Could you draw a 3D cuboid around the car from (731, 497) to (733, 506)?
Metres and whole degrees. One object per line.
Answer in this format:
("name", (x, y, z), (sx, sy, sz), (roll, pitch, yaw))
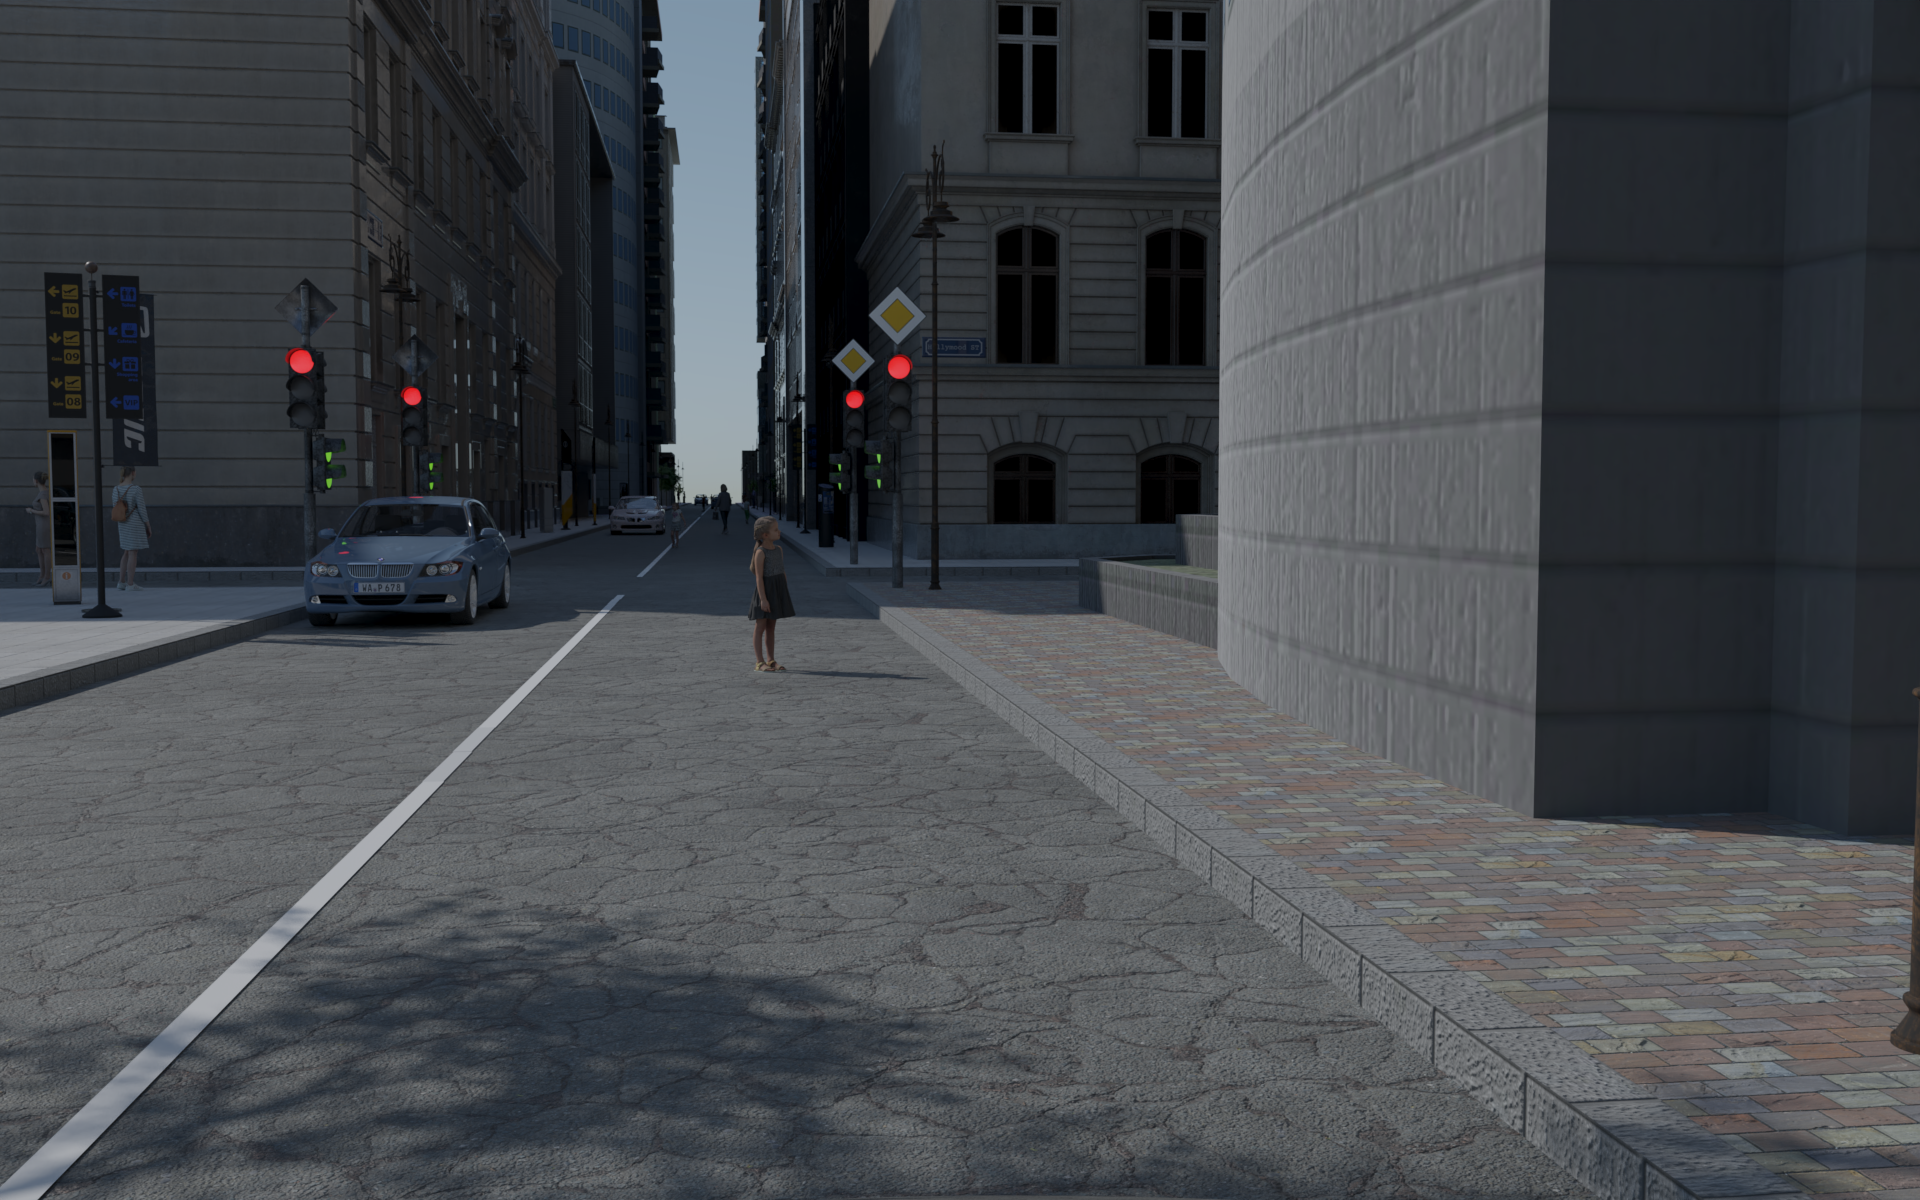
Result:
("car", (-28.969, -12.430, 213.013), (2.009, 1.686, 4.222), (0, 4, -6))

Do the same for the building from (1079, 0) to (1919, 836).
("building", (12.391, -28.530, 8.458), (21.231, 58.520, 28.212), (0, 4, -8))

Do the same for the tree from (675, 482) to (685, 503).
("tree", (-42.361, -16.345, 261.844), (1.663, 3.219, 1.824), (0, 3, 0))

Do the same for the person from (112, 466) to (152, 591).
("person", (-10.990, -0.971, 22.919), (0.512, 1.701, 0.522), (1, 4, 11))

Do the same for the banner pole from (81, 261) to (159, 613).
("banner pole", (-9.175, -1.767, 18.903), (0.863, 3.779, 0.401), (-3, 5, -41))

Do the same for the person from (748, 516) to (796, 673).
("person", (-1.514, -0.051, 14.002), (0.373, 1.253, 0.362), (3, 4, 36))

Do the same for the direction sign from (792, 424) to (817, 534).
("direction sign", (-5.026, -3.923, 56.141), (0.876, 3.537, 0.379), (1, 4, 21))

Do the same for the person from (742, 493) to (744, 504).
("person", (-27.433, -12.818, 218.877), (0.557, 1.426, 1.065), (-1, 4, -19))

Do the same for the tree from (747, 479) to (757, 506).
("tree", (-22.590, -11.977, 190.424), (1.663, 3.219, 1.824), (0, 3, 0))

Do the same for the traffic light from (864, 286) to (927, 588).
("traffic light", (-0.871, -2.120, 23.583), (0.839, 4.253, 0.868), (0, 4, -8))

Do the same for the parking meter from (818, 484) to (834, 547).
("parking meter", (-3.224, -2.037, 41.713), (0.372, 1.533, 0.369), (0, 3, 0))

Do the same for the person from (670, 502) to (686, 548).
("person", (-7.524, -2.003, 46.268), (0.505, 1.210, 0.382), (1, 4, 20))

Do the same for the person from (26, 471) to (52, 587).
("person", (-14.246, -1.100, 26.833), (0.374, 1.781, 0.599), (-2, 4, -23))

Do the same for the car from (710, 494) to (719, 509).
("car", (-22.930, -9.397, 165.642), (2.014, 1.417, 4.499), (0, 4, -7))

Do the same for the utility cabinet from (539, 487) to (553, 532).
("utility cabinet", (-13.865, -3.021, 58.078), (0.318, 1.500, 1.173), (-1, 4, -21))

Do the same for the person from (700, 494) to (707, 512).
("person", (-20.999, -7.947, 141.689), (0.557, 1.426, 1.065), (2, 4, 25))

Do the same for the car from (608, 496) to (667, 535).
("car", (-11.590, -3.063, 62.449), (2.083, 1.381, 4.827), (-1, 4, -8))

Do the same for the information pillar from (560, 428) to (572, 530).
("information pillar", (-14.097, -4.323, 62.038), (0.183, 3.616, 0.504), (2, 4, 28))

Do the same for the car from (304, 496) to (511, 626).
("car", (-6.379, -0.513, 20.385), (2.014, 1.417, 4.499), (0, 4, -7))

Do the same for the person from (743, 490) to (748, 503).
("person", (-28.384, -13.634, 228.943), (0.705, 1.826, 1.348), (-2, 4, -27))

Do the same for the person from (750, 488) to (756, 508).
("person", (-18.609, -9.123, 155.065), (0.599, 1.838, 0.709), (0, 4, 8))

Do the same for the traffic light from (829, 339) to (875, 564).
("traffic light", (-1.953, -2.604, 31.495), (0.839, 4.253, 0.868), (0, 4, -8))

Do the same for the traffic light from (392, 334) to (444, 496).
("traffic light", (-9.542, -2.540, 30.445), (0.839, 4.253, 0.868), (0, 4, -8))

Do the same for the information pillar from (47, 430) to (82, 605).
("information pillar", (-10.397, -0.956, 20.116), (0.304, 2.012, 0.304), (-2, 4, -27))

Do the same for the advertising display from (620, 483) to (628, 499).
("advertising display", (-19.024, -5.677, 98.026), (0.123, 1.923, 0.974), (-2, 4, -32))

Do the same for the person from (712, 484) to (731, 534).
("person", (-8.501, -3.261, 61.993), (0.709, 1.800, 0.728), (-2, 4, -35))

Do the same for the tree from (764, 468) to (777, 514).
("tree", (-11.362, -7.079, 110.346), (1.663, 3.219, 1.824), (0, 3, 0))

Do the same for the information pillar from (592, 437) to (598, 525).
("information pillar", (-15.041, -4.881, 71.161), (0.183, 3.616, 0.504), (-1, 4, -20))

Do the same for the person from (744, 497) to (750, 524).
("person", (-10.243, -4.309, 83.196), (0.306, 1.304, 0.590), (0, 4, 7))

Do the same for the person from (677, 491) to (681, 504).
("person", (-35.439, -12.894, 218.322), (0.593, 1.643, 0.415), (-3, 5, -43))

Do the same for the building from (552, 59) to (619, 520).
("building", (-25.694, -16.491, 88.695), (14.314, 24.678, 30.058), (0, 4, -8))

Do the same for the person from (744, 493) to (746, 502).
("person", (-27.555, -13.030, 222.343), (0.557, 1.426, 1.065), (-2, 4, -31))

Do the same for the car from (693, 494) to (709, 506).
("car", (-32.660, -12.640, 218.670), (2.014, 1.417, 4.499), (0, 4, -7))

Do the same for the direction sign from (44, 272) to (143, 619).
("direction sign", (-8.927, -1.585, 17.920), (0.876, 3.537, 0.379), (-1, 4, -21))

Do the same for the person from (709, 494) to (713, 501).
("person", (-29.537, -11.884, 206.057), (0.557, 1.426, 1.065), (3, 5, 40))

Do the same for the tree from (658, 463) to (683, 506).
("tree", (-30.375, -11.959, 179.243), (4.285, 4.588, 4.351), (0, 3, 0))

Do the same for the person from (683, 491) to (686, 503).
("person", (-38.444, -14.376, 241.894), (0.445, 1.727, 0.742), (-1, 4, -16))

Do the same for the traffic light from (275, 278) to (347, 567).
("traffic light", (-8.460, -2.056, 22.533), (0.839, 4.253, 0.868), (0, 4, -8))
